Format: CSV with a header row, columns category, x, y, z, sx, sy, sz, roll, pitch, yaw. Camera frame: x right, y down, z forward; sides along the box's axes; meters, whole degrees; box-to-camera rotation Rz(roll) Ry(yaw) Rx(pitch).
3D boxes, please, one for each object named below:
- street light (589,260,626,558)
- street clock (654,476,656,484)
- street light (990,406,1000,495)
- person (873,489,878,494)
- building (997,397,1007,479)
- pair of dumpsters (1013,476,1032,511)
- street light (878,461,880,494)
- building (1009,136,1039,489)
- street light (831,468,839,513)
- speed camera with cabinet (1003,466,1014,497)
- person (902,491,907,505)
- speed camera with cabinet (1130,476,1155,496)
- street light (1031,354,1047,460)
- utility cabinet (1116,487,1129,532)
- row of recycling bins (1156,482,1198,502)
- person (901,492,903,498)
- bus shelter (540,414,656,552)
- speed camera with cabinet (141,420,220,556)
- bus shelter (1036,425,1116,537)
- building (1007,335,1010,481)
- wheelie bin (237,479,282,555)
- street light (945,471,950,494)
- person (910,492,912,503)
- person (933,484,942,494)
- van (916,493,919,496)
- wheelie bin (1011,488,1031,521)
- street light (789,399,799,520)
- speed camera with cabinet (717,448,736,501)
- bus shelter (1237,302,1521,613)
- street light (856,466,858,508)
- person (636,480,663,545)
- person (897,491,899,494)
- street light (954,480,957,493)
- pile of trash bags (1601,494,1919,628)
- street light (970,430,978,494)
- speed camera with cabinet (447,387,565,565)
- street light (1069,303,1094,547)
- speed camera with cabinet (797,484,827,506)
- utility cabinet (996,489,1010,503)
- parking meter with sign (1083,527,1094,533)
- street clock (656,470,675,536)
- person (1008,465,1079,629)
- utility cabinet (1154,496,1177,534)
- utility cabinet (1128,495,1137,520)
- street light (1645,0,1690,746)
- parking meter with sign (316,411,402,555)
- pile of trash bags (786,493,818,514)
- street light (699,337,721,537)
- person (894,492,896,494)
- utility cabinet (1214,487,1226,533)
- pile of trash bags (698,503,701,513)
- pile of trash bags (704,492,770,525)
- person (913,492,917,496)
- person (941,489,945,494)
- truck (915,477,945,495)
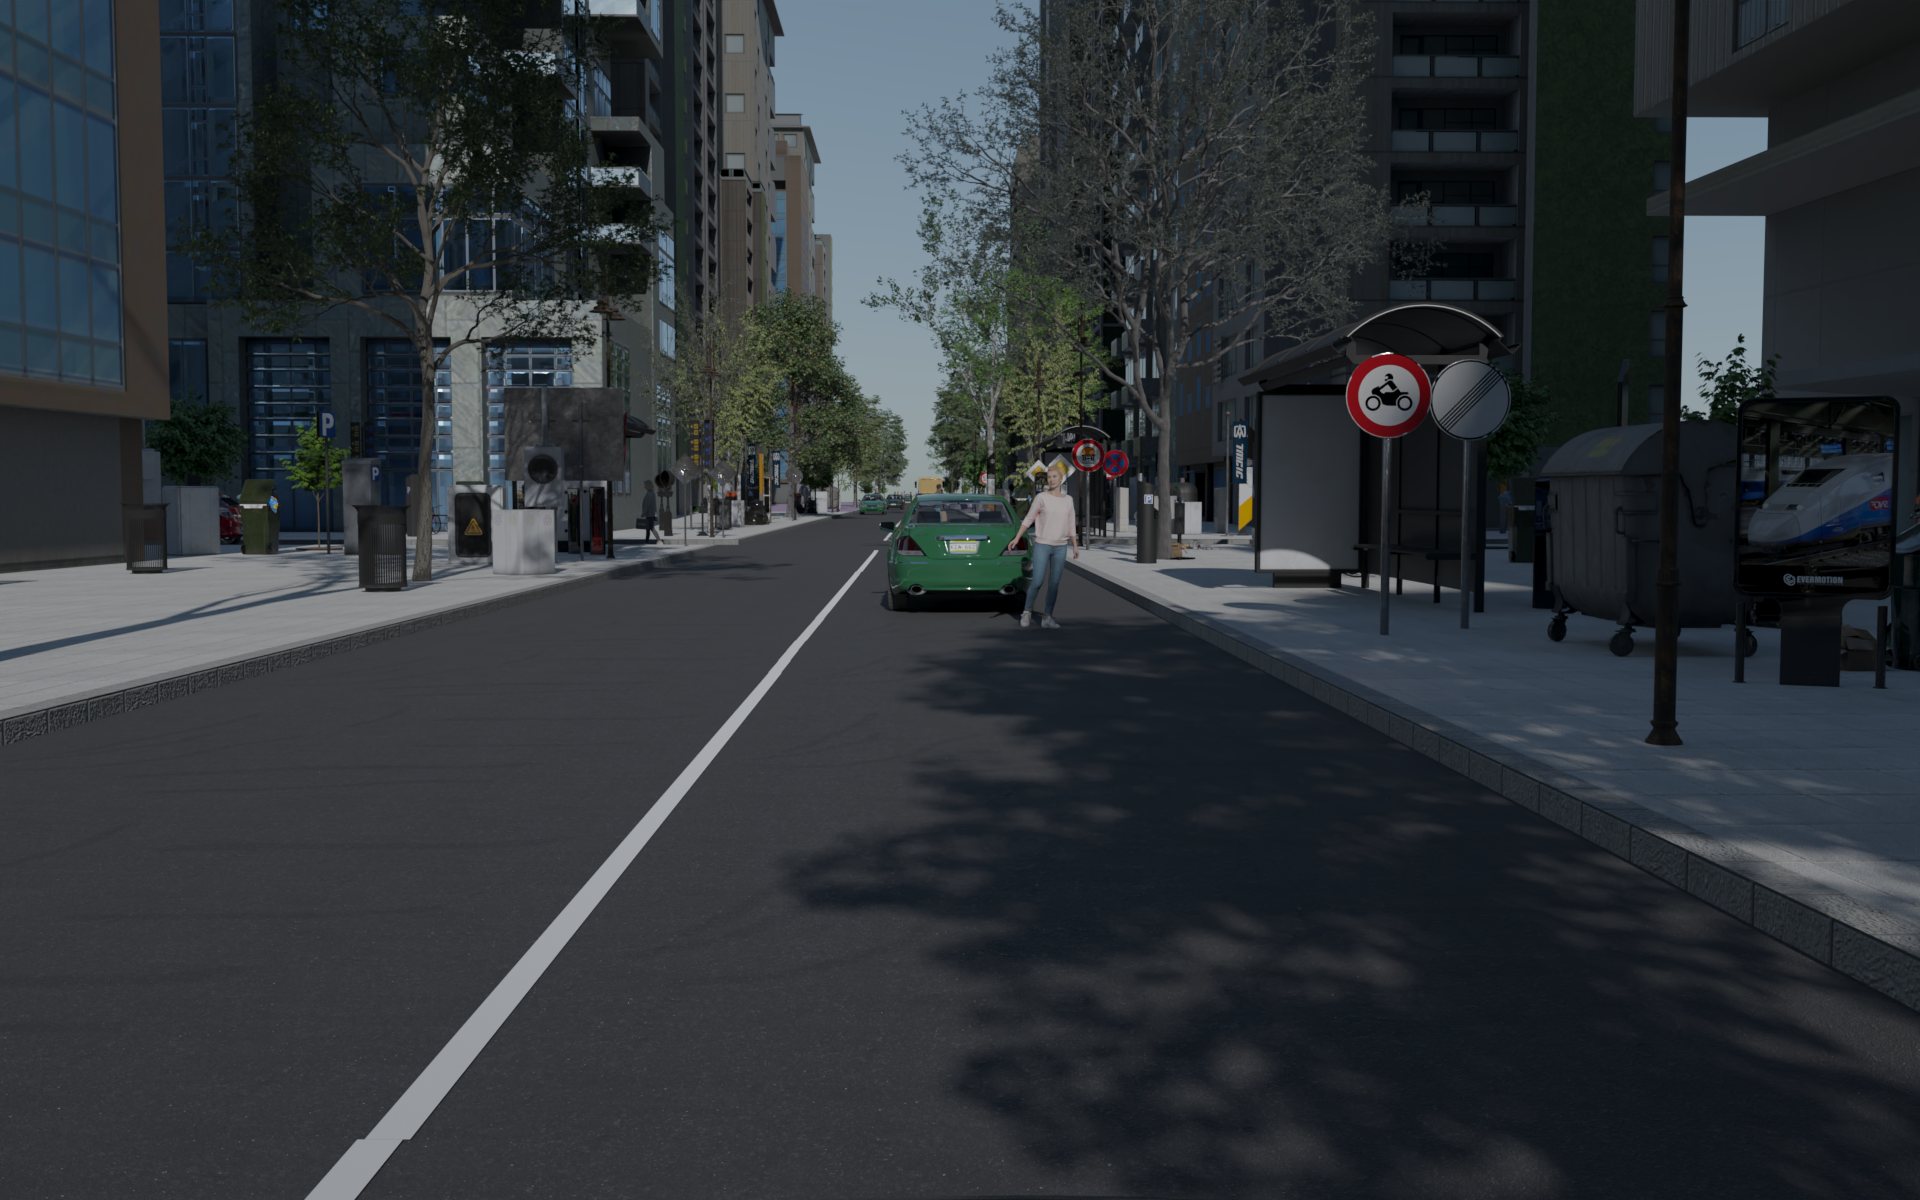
category,x,y,z,sx,sy,sz,roll,pitch,yaw
street light,-6.983,-3.771,34.449,0.468,5.910,1.993,0,4,-1
street clock,-10.460,-3.435,60.733,0.471,2.002,0.358,-1,4,-19
street light,1.856,-7.245,91.242,0.468,5.910,1.993,0,4,-1
person,-6.668,-7.876,137.415,1.348,1.807,0.705,-1,4,-20
building,20.186,-26.087,271.559,27.650,21.520,28.899,0,4,-1
pair of dumpsters,3.848,-5.717,95.959,1.574,2.255,4.437,0,4,-1
street light,-11.353,-16.588,244.005,0.468,5.910,1.993,0,4,-1
building,17.766,-37.094,230.191,21.300,48.544,21.600,0,4,-1
street light,-8.759,-8.932,118.821,0.468,5.910,1.993,0,4,-1
speed camera with cabinet,2.921,-7.723,120.600,0.660,3.252,2.038,3,5,44
person,-7.206,-13.286,225.597,0.709,1.838,0.599,-3,5,-45
speed camera with cabinet,9.763,-5.867,90.267,2.038,3.252,0.660,-3,4,-37
street light,2.601,-5.166,57.259,0.468,5.910,1.993,0,4,-1
utility cabinet,5.477,-3.051,58.565,0.318,1.500,1.173,0,4,-3
row of recycling bins,7.819,-3.372,62.240,1.069,1.692,3.534,0,4,-5
person,-9.150,-16.123,272.919,0.445,1.727,0.742,-1,4,-13
bus shelter,-8.534,-2.852,40.556,2.014,3.302,5.546,0,4,-1
speed camera with cabinet,-16.404,-2.540,35.861,0.660,3.252,2.038,2,4,29
bus shelter,3.515,-3.648,53.561,2.014,3.302,5.546,0,4,-1
building,13.680,-29.214,249.350,14.160,30.474,14.107,0,4,-1
wheelie bin,-14.870,-1.766,36.774,0.980,1.594,0.693,0,4,6
street light,-2.241,-19.057,284.373,0.468,5.910,1.993,0,4,-1
person,-6.437,-13.533,230.587,0.721,1.723,1.217,0,4,-4
person,-0.845,-3.619,67.650,0.713,1.824,0.794,1,4,14
van,-4.389,-12.950,216.115,2.240,2.365,5.245,0,4,-1
wheelie bin,2.986,-4.656,84.031,0.980,1.594,0.693,0,4,7
street light,-8.059,-6.837,84.569,0.468,5.910,1.993,0,4,-1
speed camera with cabinet,-10.176,-4.964,75.500,0.660,3.252,2.038,0,4,-1
bus shelter,4.857,-1.660,21.073,2.014,3.302,5.546,0,4,-1
street light,-9.605,-11.513,161.026,0.468,5.910,1.993,0,4,-1
person,-8.141,-2.246,45.403,0.728,1.800,0.709,1,4,10
person,-7.563,-12.653,215.904,0.750,1.759,0.617,0,4,5
street light,-0.707,-14.893,216.280,0.468,5.910,1.993,0,4,-1
pile of trash bags,8.157,-0.449,17.087,3.447,1.369,1.912,1,4,15
street light,1.121,-9.330,125.333,0.468,5.910,1.993,0,4,-1
speed camera with cabinet,-8.319,-2.288,31.750,2.038,3.252,0.660,0,4,-7
street light,2.942,-4.242,42.138,0.468,5.910,1.993,0,4,-1
speed camera with cabinet,-10.049,-7.546,117.719,2.038,3.252,0.660,-2,4,-33
utility cabinet,1.882,-4.077,75.345,0.318,1.500,1.173,-1,4,-14
parking meter with sign,4.339,-3.795,58.305,0.543,3.016,1.738,0,4,-4
street clock,-8.878,-2.941,52.654,0.471,2.002,0.358,3,5,43
person,0.844,-0.575,18.570,0.731,1.740,0.598,-2,4,-28
utility cabinet,6.500,-2.757,56.241,1.020,1.237,0.306,2,4,27
utility cabinet,8.443,-4.582,86.075,1.020,1.237,0.306,1,4,23
street light,3.621,-2.198,8.731,0.468,5.910,1.993,0,4,-1
parking meter with sign,-12.623,-2.463,36.532,1.738,3.016,0.543,1,4,15
pile of trash bags,-10.463,-6.362,113.778,1.912,1.369,3.447,-1,4,-13
street light,-7.351,-4.794,51.163,0.468,5.910,1.993,0,4,-1
person,-9.958,-15.752,266.048,0.705,1.824,1.348,2,4,28
utility cabinet,8.597,-2.973,57.281,0.318,1.500,1.173,0,4,3
pile of trash bags,-15.709,-6.388,114.199,3.447,1.369,1.912,3,5,45
pile of trash bags,-9.006,-3.754,71.134,1.912,1.369,3.447,0,4,7
person,-7.005,-16.268,275.205,1.217,1.736,0.721,-1,4,-20
person,-1.424,-7.828,136.505,1.348,1.821,0.705,0,4,-2
truck,-3.399,-12.250,196.210,3.469,3.379,9.791,0,4,-2
